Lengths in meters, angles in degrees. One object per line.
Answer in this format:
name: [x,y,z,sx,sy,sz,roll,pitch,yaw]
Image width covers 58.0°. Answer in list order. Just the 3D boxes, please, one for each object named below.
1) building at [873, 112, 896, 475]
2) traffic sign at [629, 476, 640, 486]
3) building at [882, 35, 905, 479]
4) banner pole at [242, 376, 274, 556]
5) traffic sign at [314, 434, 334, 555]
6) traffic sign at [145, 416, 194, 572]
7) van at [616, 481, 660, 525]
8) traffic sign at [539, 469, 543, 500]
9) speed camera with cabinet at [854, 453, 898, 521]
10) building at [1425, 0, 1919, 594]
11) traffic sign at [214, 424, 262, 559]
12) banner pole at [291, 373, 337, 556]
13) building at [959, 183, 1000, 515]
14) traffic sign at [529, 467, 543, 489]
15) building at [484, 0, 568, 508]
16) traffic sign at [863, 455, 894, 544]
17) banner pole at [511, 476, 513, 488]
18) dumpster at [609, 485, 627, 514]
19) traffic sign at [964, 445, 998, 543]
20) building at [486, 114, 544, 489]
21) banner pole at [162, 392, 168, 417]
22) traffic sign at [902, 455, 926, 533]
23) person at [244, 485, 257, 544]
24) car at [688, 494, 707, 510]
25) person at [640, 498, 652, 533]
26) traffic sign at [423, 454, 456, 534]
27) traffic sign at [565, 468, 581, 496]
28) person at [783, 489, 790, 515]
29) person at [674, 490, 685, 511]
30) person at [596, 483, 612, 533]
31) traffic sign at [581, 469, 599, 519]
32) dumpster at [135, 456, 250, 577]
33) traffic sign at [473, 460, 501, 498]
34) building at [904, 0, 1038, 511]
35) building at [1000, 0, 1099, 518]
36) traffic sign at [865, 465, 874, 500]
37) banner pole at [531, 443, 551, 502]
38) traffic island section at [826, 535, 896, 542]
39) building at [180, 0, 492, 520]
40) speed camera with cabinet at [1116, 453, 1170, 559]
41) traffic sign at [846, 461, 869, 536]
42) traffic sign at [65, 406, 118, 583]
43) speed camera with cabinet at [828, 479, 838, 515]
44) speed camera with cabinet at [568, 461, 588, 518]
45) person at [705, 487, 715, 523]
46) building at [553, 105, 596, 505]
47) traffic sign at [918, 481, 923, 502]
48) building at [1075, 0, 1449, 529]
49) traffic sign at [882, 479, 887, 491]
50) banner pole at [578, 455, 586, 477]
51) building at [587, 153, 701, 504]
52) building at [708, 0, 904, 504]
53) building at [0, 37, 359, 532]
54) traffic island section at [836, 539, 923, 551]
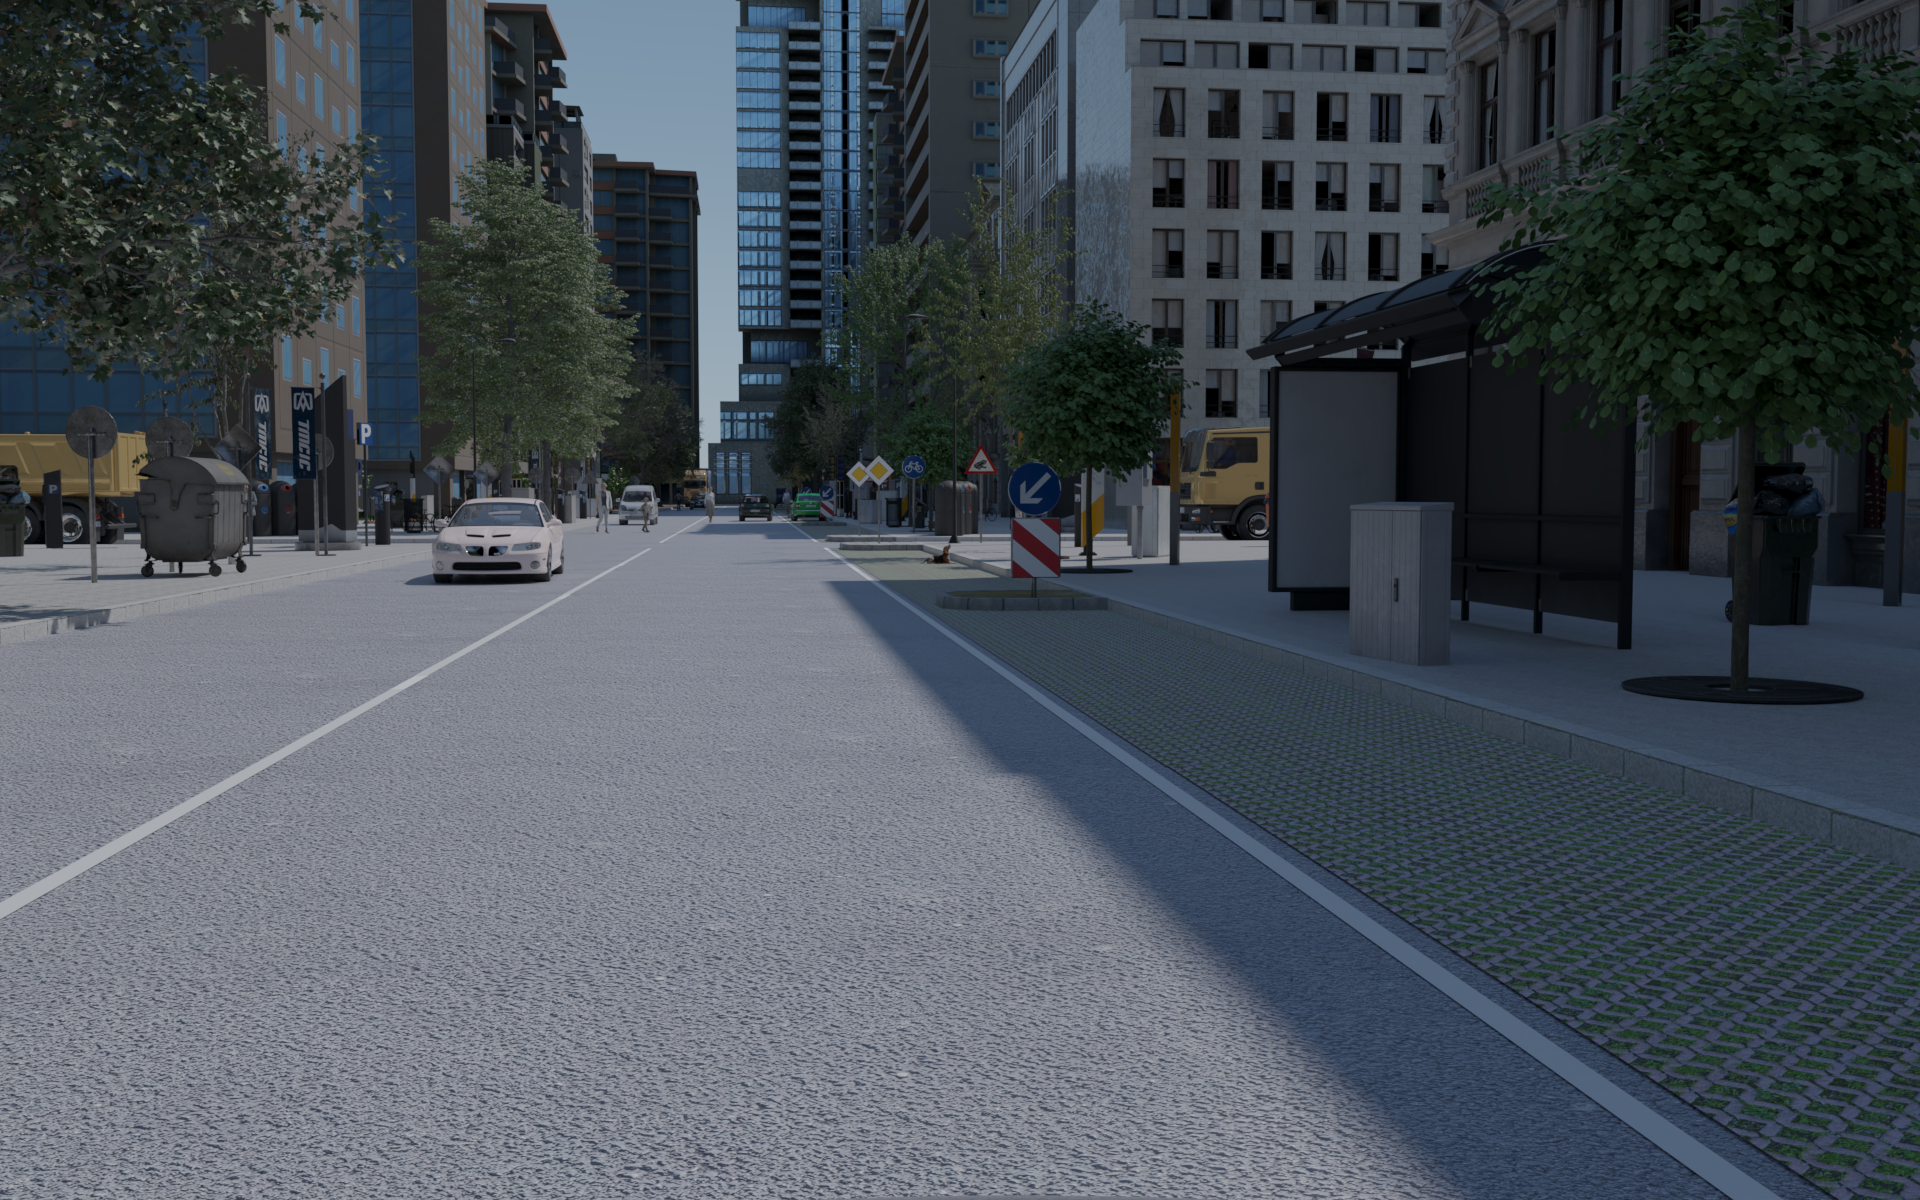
building: [-2.589,-30.951,189.641,14.154,41.232,14.086,0,4,-7]
traffic sign: [-22.538,-7.323,119.832,0.768,2.556,0.104,0,4,-5]
building: [3.975,-31.322,166.745,22.147,44.769,28.867,0,4,-7]
banner pole: [-14.609,-2.814,36.027,0.401,3.779,0.863,1,4,23]
traffic sign: [-13.591,-2.229,36.543,0.768,2.556,0.104,0,4,-1]
traffic sign: [-12.961,-1.731,28.410,0.768,2.556,0.104,0,4,-5]
van: [-15.042,-4.529,81.059,2.013,2.044,4.112,0,4,-7]
traffic sign: [-20.733,-5.225,85.533,0.768,2.556,0.104,0,4,-2]
speed camera with cabinet: [-4.008,-5.417,82.902,2.038,3.252,0.660,0,4,4]
building: [16.265,-12.184,28.095,11.050,23.489,19.941,0,4,-7]
traffic sign: [-11.863,-1.669,28.480,0.795,2.450,0.064,0,4,0]
banner pole: [-13.366,-2.798,35.762,0.863,3.779,0.401,-2,4,-34]
building: [7.339,-17.925,112.162,14.460,24.649,34.723,0,4,-7]
traffic sign: [-20.154,-5.037,82.467,0.768,2.556,0.104,0,4,-2]
building: [-46.381,-30.458,152.605,22.147,44.769,28.867,0,4,-7]
traffic sign: [-2.099,-2.518,44.816,0.795,2.450,0.064,0,4,-7]
banner pole: [-22.398,-5.883,86.205,0.401,3.779,0.863,-2,4,-35]
dumpster: [-25.017,-7.492,124.995,1.502,2.255,1.985,0,4,-7]
traffic sign: [0.551,-2.779,45.436,0.884,2.594,0.081,0,4,-4]
building: [-39.521,-22.000,131.406,14.160,30.474,14.107,0,4,-7]
banner pole: [-19.307,-3.190,42.178,0.401,3.779,0.863,-2,4,-32]
traffic sign: [-1.510,-3.461,56.698,0.768,2.556,0.104,0,4,-4]
person: [-19.102,-2.304,46.359,0.537,1.800,0.526,-1,4,-11]
car: [-23.813,-9.082,158.278,2.009,1.686,4.222,0,4,-7]
person: [-11.704,-3.173,64.643,0.475,1.303,0.640,-3,5,-45]
traffic sign: [-13.064,-2.438,43.497,0.795,2.450,0.064,0,4,-7]
traffic sign: [-18.756,-5.123,83.872,0.768,2.556,0.104,0,4,-5]
person: [-12.019,-6.834,120.461,0.478,1.798,0.641,2,4,26]
person: [-23.815,-8.429,147.030,1.217,1.736,0.721,2,4,35]
person: [-13.051,-3.362,63.345,0.514,1.842,0.818,-3,4,-36]
traffic sign: [-19.197,-5.496,89.867,0.884,2.594,0.081,0,4,-4]
dumpster: [-12.127,-1.324,27.402,1.264,1.857,1.865,0,4,-7]
traffic sign: [-14.036,-2.922,51.423,0.795,2.450,0.064,0,4,-7]
building: [7.044,-31.652,141.211,21.300,48.544,21.600,0,4,-7]
building: [9.347,-16.324,84.923,12.078,24.808,19.932,0,4,-7]
traffic sign: [-4.161,-4.721,77.184,0.884,2.594,0.081,0,4,-5]
banner pole: [-20.651,-5.795,84.762,0.863,3.779,0.401,2,4,27]
traffic island section: [-3.048,-1.868,52.822,2.009,0.180,2.903,0,4,-7]
building: [-36.331,-27.707,103.120,14.600,45.320,14.200,0,4,-7]
speed camera with cabinet: [3.710,-2.484,34.955,0.660,3.252,2.038,1,4,23]
traffic sign: [-3.071,-3.003,52.742,0.795,2.450,0.064,0,4,-7]
traffic sign: [-12.516,-1.521,24.967,0.768,2.556,0.104,0,4,3]
speed camera with cabinet: [-7.644,-6.769,105.001,0.660,3.252,2.038,0,4,1]
speed camera with cabinet: [-20.354,-5.982,92.147,0.660,3.252,2.038,-2,4,-26]
person: [-12.437,-4.736,86.167,0.478,1.798,0.641,0,4,3]
building: [-46.178,-30.594,183.813,14.086,41.232,14.154,0,4,-7]
traffic sign: [-1.716,-4.732,77.469,0.768,2.556,0.104,0,4,-5]
building: [13.779,-13.034,67.865,16.860,20.320,10.420,0,4,-7]
traffic sign: [-4.066,-5.648,92.449,0.768,2.556,0.104,0,4,1]
banner pole: [-23.943,-7.312,109.561,0.401,3.779,0.863,2,4,29]
building: [-48.320,-34.898,225.206,28.867,44.769,22.147,0,4,-7]
building: [-17.625,-55.997,228.214,31.000,86.520,22.319,0,4,-7]
building: [-30.605,-25.250,62.953,14.600,45.320,14.200,0,4,-7]
traffic island section: [-2.076,-1.383,44.896,2.009,0.180,2.903,0,4,-7]
